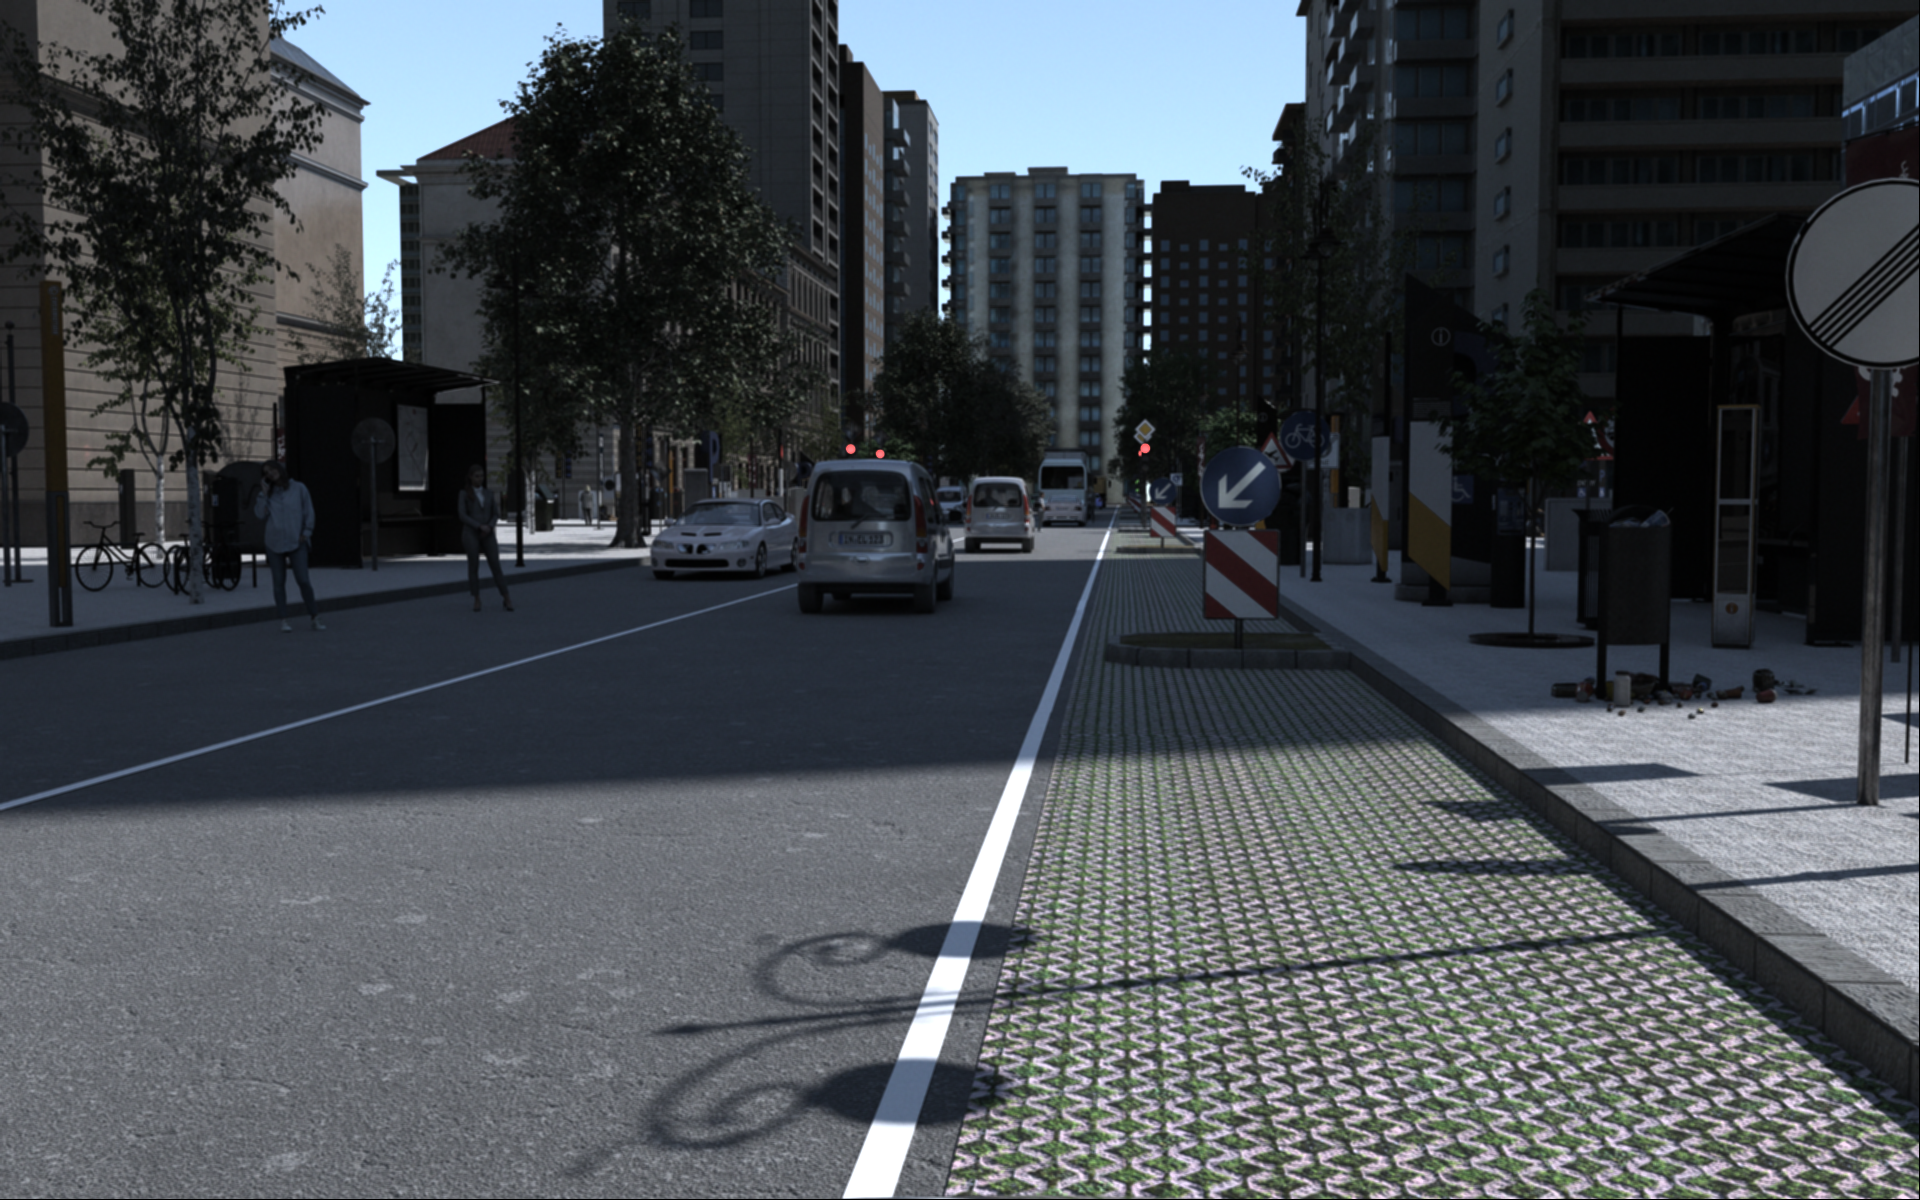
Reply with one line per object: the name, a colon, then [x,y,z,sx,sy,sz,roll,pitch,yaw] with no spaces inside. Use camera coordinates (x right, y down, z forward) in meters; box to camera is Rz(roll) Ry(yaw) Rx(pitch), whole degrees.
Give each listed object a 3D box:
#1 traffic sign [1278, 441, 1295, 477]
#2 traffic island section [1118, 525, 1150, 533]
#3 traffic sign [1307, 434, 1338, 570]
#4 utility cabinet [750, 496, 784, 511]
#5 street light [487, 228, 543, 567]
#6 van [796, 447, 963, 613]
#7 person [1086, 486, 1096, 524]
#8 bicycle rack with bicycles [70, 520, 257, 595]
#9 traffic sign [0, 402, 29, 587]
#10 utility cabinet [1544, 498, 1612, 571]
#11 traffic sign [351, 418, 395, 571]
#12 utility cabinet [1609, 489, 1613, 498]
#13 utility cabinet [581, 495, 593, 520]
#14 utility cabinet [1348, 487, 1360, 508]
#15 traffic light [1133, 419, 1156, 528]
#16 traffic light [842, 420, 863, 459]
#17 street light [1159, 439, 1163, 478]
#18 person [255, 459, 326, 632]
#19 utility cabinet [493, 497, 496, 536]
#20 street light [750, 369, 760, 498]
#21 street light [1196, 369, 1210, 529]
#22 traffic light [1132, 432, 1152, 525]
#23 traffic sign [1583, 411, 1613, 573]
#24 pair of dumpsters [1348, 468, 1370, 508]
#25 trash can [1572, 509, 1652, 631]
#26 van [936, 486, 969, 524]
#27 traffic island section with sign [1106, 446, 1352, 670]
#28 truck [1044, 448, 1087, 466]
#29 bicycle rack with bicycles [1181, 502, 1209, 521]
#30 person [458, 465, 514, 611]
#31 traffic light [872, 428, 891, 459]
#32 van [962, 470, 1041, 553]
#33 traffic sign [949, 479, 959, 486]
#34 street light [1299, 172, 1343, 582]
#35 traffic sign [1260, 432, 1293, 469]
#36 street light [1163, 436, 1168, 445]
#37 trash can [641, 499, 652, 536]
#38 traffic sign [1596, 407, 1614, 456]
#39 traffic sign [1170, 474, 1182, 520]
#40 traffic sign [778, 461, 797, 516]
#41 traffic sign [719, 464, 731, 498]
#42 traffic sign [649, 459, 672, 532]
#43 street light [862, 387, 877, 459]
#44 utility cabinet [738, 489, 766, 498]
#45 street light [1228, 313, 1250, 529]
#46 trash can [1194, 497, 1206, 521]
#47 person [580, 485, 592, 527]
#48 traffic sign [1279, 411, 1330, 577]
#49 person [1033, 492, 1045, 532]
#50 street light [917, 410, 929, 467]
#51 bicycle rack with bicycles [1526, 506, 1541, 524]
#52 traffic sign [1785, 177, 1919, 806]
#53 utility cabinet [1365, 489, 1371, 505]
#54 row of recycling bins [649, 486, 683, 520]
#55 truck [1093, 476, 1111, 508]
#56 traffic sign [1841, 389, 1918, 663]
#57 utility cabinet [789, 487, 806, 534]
traffic sign: [7.617,-2.524,41.379,0.768,2.556,0.104,1,4,9]
traffic island section: [6.927,-2.599,64.772,2.009,0.180,2.903,0,4,5]
traffic sign: [6.035,-1.645,29.021,0.606,2.300,0.079,1,4,12]
utility cabinet: [-5.990,-2.608,53.803,1.020,1.237,0.306,-1,4,-21]
street light: [-7.770,-3.524,30.409,0.468,5.910,1.993,0,4,5]
van: [-1.013,-0.930,22.212,2.013,2.044,4.112,0,4,4]
person: [6.303,-4.574,83.467,0.537,1.800,0.526,3,5,43]
bicycle rack with bicycles: [-10.558,-0.601,23.215,2.852,0.926,2.925,1,4,11]
traffic sign: [-13.205,-1.458,23.945,0.768,2.556,0.104,1,4,13]
utility cabinet: [10.289,-1.082,28.858,1.020,1.237,0.306,0,4,7]
traffic sign: [-9.800,-1.763,28.927,0.768,2.556,0.104,0,4,6]
utility cabinet: [30.934,-4.461,81.622,0.318,1.500,1.173,3,5,39]
utility cabinet: [-18.425,-4.543,85.440,0.306,1.237,1.020,-2,4,-29]
utility cabinet: [12.063,-2.800,54.453,1.173,1.500,0.318,-2,4,-35]
traffic light: [6.888,-4.633,64.662,0.839,4.253,0.868,0,4,5]
traffic light: [-4.077,-4.694,65.669,0.839,4.253,0.868,0,4,5]
street light: [14.887,-9.487,127.896,0.468,5.910,1.993,0,4,5]
person: [-6.996,-0.571,18.095,0.793,1.790,0.793,-3,5,-39]
utility cabinet: [-13.972,-2.468,51.517,0.306,1.237,1.020,-1,4,-18]
street light: [-5.974,-4.704,49.692,0.468,5.910,1.993,0,4,5]
street light: [8.945,-5.574,63.918,0.468,5.910,1.993,0,4,5]
traffic light: [7.633,-5.119,72.613,0.839,4.253,0.868,0,4,5]
traffic sign: [9.873,-1.665,27.234,0.884,2.594,0.081,1,4,11]
pair of dumpsters: [12.768,-3.421,58.429,1.574,2.255,4.437,0,4,6]
trash can: [6.167,-0.289,16.380,0.748,1.137,0.748,0,3,0]
van: [-0.491,-4.731,84.366,2.013,2.044,4.112,0,4,7]
traffic island section with sign: [2.273,-0.391,15.027,1.989,1.847,2.006,0,4,5]
truck: [6.872,-7.477,111.158,2.839,4.237,11.283,0,4,5]
bicycle rack with bicycles: [11.793,-4.120,80.742,2.925,0.926,2.852,-2,4,-33]
person: [-5.803,-0.759,21.176,0.573,1.790,0.520,3,4,37]
traffic light: [-3.332,-5.180,73.619,0.839,4.253,0.868,0,4,5]
van: [1.024,-2.237,43.594,2.013,2.044,4.112,0,4,4]
traffic sign: [-0.381,-6.619,110.346,0.606,2.300,0.079,1,4,10]
street light: [5.233,-3.210,25.272,0.468,5.910,1.993,0,4,5]
traffic sign: [6.512,-2.218,36.271,0.884,2.594,0.081,1,4,9]
street light: [13.111,-8.282,108.199,0.468,5.910,1.993,0,4,5]
trash can: [-9.781,-2.535,53.096,0.748,1.137,0.748,0,3,0]
traffic sign: [9.463,-1.508,24.769,0.768,2.556,0.104,0,4,7]
traffic sign: [10.749,-5.137,86.114,0.606,2.300,0.079,1,4,12]
traffic sign: [-6.560,-4.023,65.883,0.768,2.556,0.104,1,4,12]
traffic sign: [-8.128,-3.498,59.328,0.606,2.300,0.079,1,4,13]
traffic sign: [-9.845,-3.409,56.928,0.795,2.450,0.064,1,4,10]
street light: [-3.836,-6.185,73.912,0.468,5.910,1.993,0,4,5]
utility cabinet: [-8.943,-4.018,74.378,1.173,1.500,0.318,-1,4,-17]
street light: [7.108,-4.373,44.286,0.468,5.910,1.993,0,4,5]
trash can: [11.672,-4.418,83.884,0.748,1.137,0.748,0,3,0]
person: [-15.567,-3.872,71.988,0.537,1.800,0.526,-2,4,-29]
traffic sign: [5.281,-1.620,26.601,0.768,2.556,0.104,0,4,6]
person: [3.051,-3.338,65.678,0.503,1.515,0.523,3,5,40]
street light: [-1.985,-7.346,92.900,0.468,5.910,1.993,0,4,5]
bicycle rack with bicycles: [20.067,-2.759,58.486,2.852,0.926,2.925,3,5,43]
traffic sign: [3.756,-0.427,7.088,0.768,2.556,0.104,1,4,13]
utility cabinet: [19.018,-4.411,80.792,0.318,1.500,1.173,-1,4,-17]
row of recycling bins: [-14.677,-4.848,86.380,3.534,1.692,1.069,-2,4,-26]
truck: [14.222,-11.488,183.754,3.469,3.379,9.791,0,4,6]
traffic sign: [7.130,-0.803,13.125,0.884,2.594,0.081,1,4,12]
utility cabinet: [-5.236,-2.855,55.362,0.318,1.500,1.173,-1,4,-15]
